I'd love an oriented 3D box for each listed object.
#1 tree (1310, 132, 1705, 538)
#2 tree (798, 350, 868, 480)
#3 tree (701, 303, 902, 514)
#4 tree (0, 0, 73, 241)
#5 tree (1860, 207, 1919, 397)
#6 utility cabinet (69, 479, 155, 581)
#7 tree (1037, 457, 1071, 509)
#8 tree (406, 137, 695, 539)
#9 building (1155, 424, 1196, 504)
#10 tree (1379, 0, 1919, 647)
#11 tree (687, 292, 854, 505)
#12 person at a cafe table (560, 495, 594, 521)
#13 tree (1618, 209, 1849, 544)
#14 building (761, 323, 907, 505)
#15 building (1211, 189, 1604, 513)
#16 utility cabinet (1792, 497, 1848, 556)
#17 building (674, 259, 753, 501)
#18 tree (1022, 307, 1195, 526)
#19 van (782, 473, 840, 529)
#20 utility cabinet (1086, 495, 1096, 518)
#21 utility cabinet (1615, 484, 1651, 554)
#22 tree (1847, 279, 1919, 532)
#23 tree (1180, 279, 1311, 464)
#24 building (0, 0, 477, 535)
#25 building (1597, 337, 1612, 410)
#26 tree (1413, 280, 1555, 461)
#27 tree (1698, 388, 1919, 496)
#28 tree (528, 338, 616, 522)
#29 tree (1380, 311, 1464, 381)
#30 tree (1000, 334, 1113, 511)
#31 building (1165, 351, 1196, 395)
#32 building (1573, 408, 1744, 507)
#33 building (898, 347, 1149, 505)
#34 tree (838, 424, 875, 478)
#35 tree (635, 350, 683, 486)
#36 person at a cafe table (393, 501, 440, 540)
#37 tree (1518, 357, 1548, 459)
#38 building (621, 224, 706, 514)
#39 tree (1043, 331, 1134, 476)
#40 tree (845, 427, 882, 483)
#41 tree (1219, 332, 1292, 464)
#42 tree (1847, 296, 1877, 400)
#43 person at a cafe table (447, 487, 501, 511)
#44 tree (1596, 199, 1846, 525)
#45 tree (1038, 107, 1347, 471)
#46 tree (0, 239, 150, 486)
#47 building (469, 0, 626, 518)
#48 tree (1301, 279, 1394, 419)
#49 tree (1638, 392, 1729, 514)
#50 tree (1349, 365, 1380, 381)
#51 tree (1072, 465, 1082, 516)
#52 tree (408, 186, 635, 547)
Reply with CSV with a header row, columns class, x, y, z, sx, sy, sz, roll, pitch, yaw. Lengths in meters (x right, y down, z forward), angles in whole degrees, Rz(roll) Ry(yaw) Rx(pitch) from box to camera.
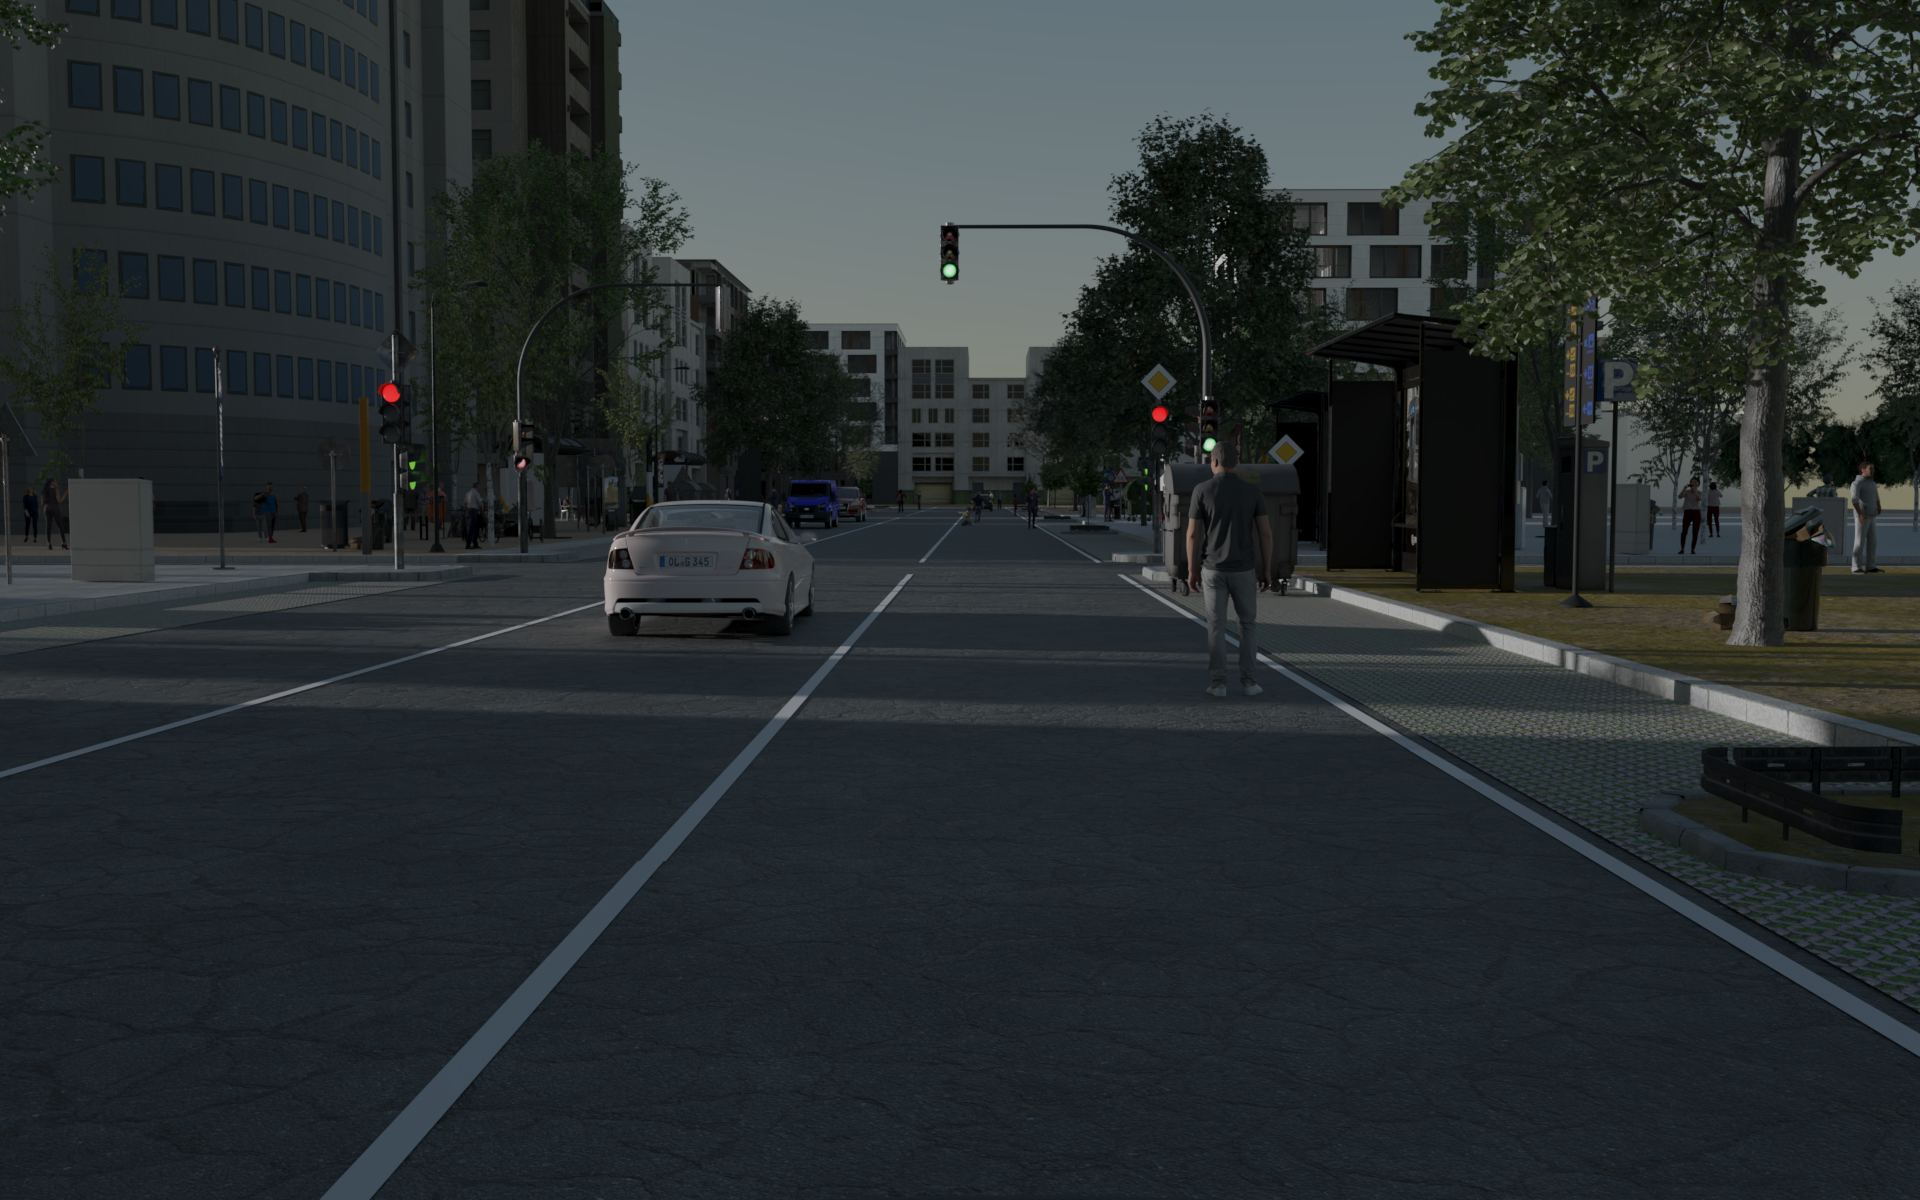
class,x,y,z,sx,sy,sz,roll,pitch,yaw
tree,17.354,-7.633,50.552,9.928,11.665,9.643,0,3,0
tree,-10.415,-12.265,126.292,9.928,11.665,9.643,0,3,0
tree,-11.576,-12.332,112.000,12.009,13.543,11.850,0,3,0
tree,-12.727,-5.591,17.172,9.928,11.665,9.643,0,3,0
tree,25.617,-6.559,41.656,7.601,10.594,8.767,1,4,11
utility cabinet,-12.369,-1.015,25.277,1.173,1.500,0.318,1,4,13
tree,8.332,-10.363,153.145,4.285,4.588,4.351,0,3,0
tree,-11.712,-7.577,49.638,9.928,11.665,9.643,0,3,0
building,24.263,-13.563,163.898,9.099,9.664,28.070,0,4,1
tree,7.230,-5.894,14.501,7.486,12.596,7.792,0,3,0
tree,-10.876,-11.109,98.632,9.611,12.733,9.660,0,3,0
person at a cafe table,-18.431,-4.420,83.131,1.726,1.238,1.698,2,4,31
tree,19.250,-5.730,44.052,4.360,8.622,3.978,0,3,0
building,-23.598,-23.095,221.579,32.646,21.610,27.936,0,4,1
building,32.876,-17.646,132.492,27.936,21.610,32.646,0,4,1
utility cabinet,18.115,-1.551,36.514,1.020,1.237,0.306,3,5,41
building,-37.320,-19.632,164.964,32.646,21.610,27.936,0,4,1
tree,7.100,-8.235,69.050,7.601,10.594,8.767,-3,4,-38
van,-6.212,-4.190,72.895,2.240,2.365,5.245,0,4,0
utility cabinet,7.039,-5.149,92.859,0.318,1.500,1.173,1,4,17
utility cabinet,14.350,-1.729,36.940,0.318,1.500,1.173,0,3,0
tree,32.549,-6.623,58.644,4.360,8.622,3.978,0,3,0
tree,13.896,-9.554,81.958,9.928,11.665,9.643,0,3,0
building,-33.557,-32.088,66.632,21.231,58.520,28.212,0,4,1
building,72.829,-21.930,214.972,11.380,20.091,16.016,0,4,1
tree,17.638,-6.640,58.926,4.737,8.622,4.395,0,3,0
tree,50.196,-8.523,102.251,11.467,7.101,20.602,2,4,26
tree,-17.592,-7.822,78.253,4.360,8.622,3.978,0,3,0
tree,19.158,-7.114,66.669,4.360,8.622,3.978,0,3,0
tree,8.607,-13.479,130.756,12.009,13.543,11.850,0,3,0
building,39.870,-21.307,214.831,31.486,18.905,16.747,0,4,1
building,65.008,-14.118,172.974,28.070,9.664,9.099,0,4,1
building,8.398,-21.386,216.113,31.486,18.905,16.747,0,4,1
tree,-10.403,-13.959,178.589,4.360,8.622,3.978,0,3,0
tree,-16.339,-8.375,87.301,4.737,8.622,4.395,0,3,0
person at a cafe table,-15.577,-2.292,48.336,1.698,1.238,1.726,-2,4,-30
tree,31.441,-10.242,101.871,7.601,10.594,8.767,0,4,-8
building,-29.874,-16.081,129.382,16.747,18.905,31.486,0,4,1
tree,8.854,-12.016,114.588,7.486,12.596,7.792,0,3,0
tree,-10.413,-14.321,184.513,4.737,8.622,4.395,0,3,0
tree,18.253,-11.414,104.738,7.486,12.596,7.792,0,3,0
tree,25.728,-6.372,54.542,4.360,8.622,3.978,0,3,0
person at a cafe table,-17.099,-3.252,61.681,1.622,1.524,1.698,-3,5,-43
tree,30.879,-9.839,71.230,12.009,13.543,11.850,0,3,0
tree,7.135,-8.239,51.713,9.611,12.733,9.660,0,3,0
tree,-25.428,-6.058,49.417,4.737,8.622,4.395,0,3,0
building,-27.147,-19.866,96.512,14.160,30.474,14.107,0,4,1
tree,12.683,-6.709,60.055,4.737,8.622,4.395,0,3,0
tree,34.019,-8.047,81.928,4.737,8.622,4.395,0,3,0
tree,19.109,-7.696,76.184,4.360,8.622,3.978,0,3,0
tree,7.542,-6.511,101.049,1.663,3.219,1.824,0,3,0
tree,-11.265,-5.608,42.047,4.737,8.622,4.395,0,3,0
